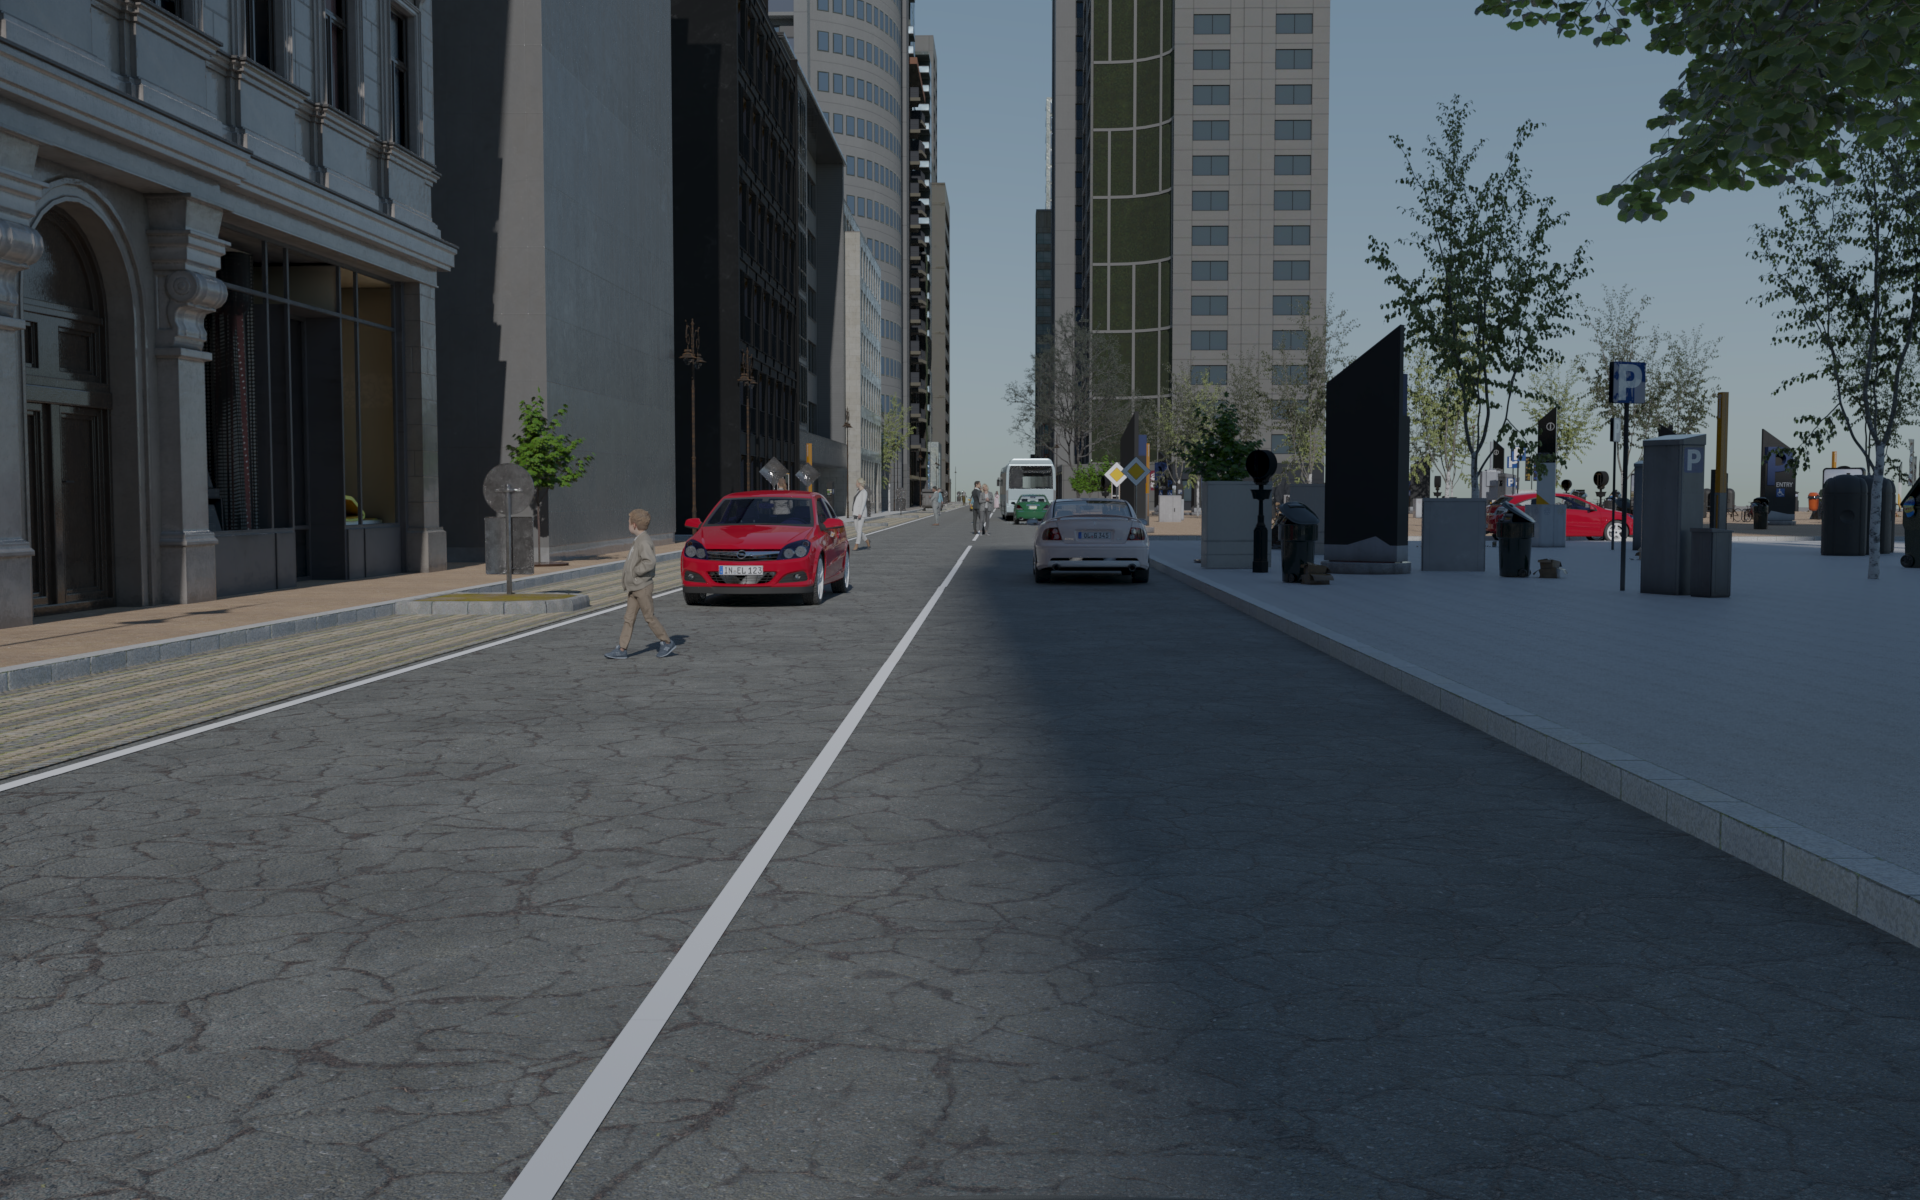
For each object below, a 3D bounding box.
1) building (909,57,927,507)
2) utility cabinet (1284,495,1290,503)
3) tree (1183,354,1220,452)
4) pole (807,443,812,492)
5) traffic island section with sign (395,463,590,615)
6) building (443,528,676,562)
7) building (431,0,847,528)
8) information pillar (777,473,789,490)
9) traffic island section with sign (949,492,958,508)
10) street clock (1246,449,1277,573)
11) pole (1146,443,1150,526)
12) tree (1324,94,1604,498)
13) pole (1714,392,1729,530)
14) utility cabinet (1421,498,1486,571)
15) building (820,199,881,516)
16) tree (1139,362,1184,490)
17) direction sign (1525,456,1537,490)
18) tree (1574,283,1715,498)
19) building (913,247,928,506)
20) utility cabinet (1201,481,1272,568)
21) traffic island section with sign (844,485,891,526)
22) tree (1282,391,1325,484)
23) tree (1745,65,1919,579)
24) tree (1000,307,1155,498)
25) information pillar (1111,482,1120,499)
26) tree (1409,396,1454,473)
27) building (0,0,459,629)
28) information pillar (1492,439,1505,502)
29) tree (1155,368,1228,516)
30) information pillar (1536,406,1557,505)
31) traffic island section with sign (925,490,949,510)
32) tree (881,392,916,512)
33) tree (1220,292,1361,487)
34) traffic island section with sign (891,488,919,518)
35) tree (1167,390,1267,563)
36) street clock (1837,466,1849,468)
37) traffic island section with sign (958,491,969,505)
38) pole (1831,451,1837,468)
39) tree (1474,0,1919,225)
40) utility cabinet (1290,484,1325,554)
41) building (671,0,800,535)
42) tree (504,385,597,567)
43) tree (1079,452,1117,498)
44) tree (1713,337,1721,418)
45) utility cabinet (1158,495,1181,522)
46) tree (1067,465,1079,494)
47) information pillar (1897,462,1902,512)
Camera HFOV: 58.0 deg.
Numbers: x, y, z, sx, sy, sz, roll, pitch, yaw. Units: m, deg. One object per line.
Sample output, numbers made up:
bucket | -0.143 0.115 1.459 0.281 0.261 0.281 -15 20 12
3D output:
building | -14.719 -31.638 171.912 22.147 44.769 28.867 0 4 1
utility cabinet | 21.621 -6.225 112.942 1.020 1.237 0.306 -2 4 -26
tree | 13.695 -8.293 85.953 4.360 8.622 3.978 0 3 0
pole | -6.077 -4.649 69.855 0.158 3.312 0.155 0 3 0
traffic island section with sign | -5.680 -0.781 21.396 1.989 1.847 2.006 0 4 1
building | -22.410 -13.457 39.090 30.058 24.678 14.314 0 4 1
building | -13.989 -16.290 85.416 14.314 24.678 30.058 0 4 1
information pillar | -6.281 -3.492 61.581 0.304 2.012 0.304 3 5 45
traffic island section with sign | -1.506 -10.526 180.735 1.989 1.847 2.006 0 4 1
street clock | 4.905 -1.447 28.227 0.471 2.002 0.358 3 5 43
pole | 7.528 -4.646 69.809 0.158 3.312 0.155 0 3 0
tree | 9.573 -4.991 31.963 4.737 8.622 4.395 0 3 0
pole | 15.233 -2.497 34.663 0.158 3.312 0.155 0 3 0
utility cabinet | 8.228 -1.085 28.895 1.020 1.237 0.306 1 4 12
building | -10.761 -15.554 109.063 10.420 20.320 16.860 0 4 1
tree | 11.638 -8.713 92.825 4.360 8.622 3.978 0 3 0
direction sign | 34.422 -6.868 104.284 0.876 3.537 0.379 -1 4 -9
tree | 23.177 -6.711 60.091 4.360 8.622 3.978 0 3 0
building | -10.908 -25.811 193.704 14.160 30.474 14.107 0 4 1
utility cabinet | 4.757 -1.293 29.824 1.173 1.500 0.318 -1 4 -12
traffic island section with sign | -4.222 -4.182 76.997 1.989 1.847 2.006 0 4 1
tree | 24.986 -10.648 124.451 4.737 8.622 4.395 0 3 0
tree | 13.911 -4.635 26.139 4.360 8.622 3.978 0 3 0
tree | 7.731 -12.494 114.654 12.009 13.543 11.850 0 3 0
information pillar | 5.626 -3.554 62.592 0.304 2.012 0.304 0 4 7
tree | 33.734 -10.700 125.304 4.360 8.622 3.978 0 3 0
building | -13.573 -9.658 8.813 10.553 20.767 40.483 0 4 1
information pillar | 22.958 -5.050 73.920 0.504 3.616 0.183 2 4 34
tree | 13.603 -9.189 100.607 4.737 8.622 4.395 0 3 0
information pillar | 15.569 -3.339 45.943 0.504 3.616 0.183 2 4 27
traffic island section with sign | -2.214 -8.878 153.789 1.989 1.847 2.006 0 4 1
tree | -5.307 -10.614 123.903 4.737 8.622 4.395 0 3 0
tree | 12.578 -6.900 63.171 4.360 8.622 3.978 0 3 0
traffic island section with sign | -3.501 -5.858 104.404 1.989 1.847 2.006 0 4 1
tree | 4.963 -2.298 32.166 1.663 3.219 1.824 0 3 0
street clock | 22.552 -2.427 44.253 0.471 2.002 0.358 1 4 15
traffic island section with sign | -0.050 -13.952 236.748 1.989 1.847 2.006 0 4 1
pole | 41.626 -5.425 82.544 0.158 3.312 0.155 0 3 0
tree | 5.460 -5.475 7.649 7.486 12.596 7.792 0 3 0
utility cabinet | 7.551 -1.723 36.849 0.318 1.500 1.173 -3 4 -36
building | -12.840 -14.197 61.805 12.332 23.373 15.834 0 4 1
tree | -7.526 -2.212 30.774 1.663 3.219 1.824 0 3 0
tree | 6.593 -5.048 77.140 1.663 3.219 1.824 0 3 0
tree | 31.155 -7.639 75.261 4.360 8.622 3.978 0 3 0
utility cabinet | 9.644 -4.185 79.589 1.020 1.237 0.306 0 4 -3
tree | 7.207 -6.118 94.632 1.663 3.219 1.824 0 3 0
information pillar | 67.662 -8.153 124.657 0.183 3.616 0.504 3 5 44
